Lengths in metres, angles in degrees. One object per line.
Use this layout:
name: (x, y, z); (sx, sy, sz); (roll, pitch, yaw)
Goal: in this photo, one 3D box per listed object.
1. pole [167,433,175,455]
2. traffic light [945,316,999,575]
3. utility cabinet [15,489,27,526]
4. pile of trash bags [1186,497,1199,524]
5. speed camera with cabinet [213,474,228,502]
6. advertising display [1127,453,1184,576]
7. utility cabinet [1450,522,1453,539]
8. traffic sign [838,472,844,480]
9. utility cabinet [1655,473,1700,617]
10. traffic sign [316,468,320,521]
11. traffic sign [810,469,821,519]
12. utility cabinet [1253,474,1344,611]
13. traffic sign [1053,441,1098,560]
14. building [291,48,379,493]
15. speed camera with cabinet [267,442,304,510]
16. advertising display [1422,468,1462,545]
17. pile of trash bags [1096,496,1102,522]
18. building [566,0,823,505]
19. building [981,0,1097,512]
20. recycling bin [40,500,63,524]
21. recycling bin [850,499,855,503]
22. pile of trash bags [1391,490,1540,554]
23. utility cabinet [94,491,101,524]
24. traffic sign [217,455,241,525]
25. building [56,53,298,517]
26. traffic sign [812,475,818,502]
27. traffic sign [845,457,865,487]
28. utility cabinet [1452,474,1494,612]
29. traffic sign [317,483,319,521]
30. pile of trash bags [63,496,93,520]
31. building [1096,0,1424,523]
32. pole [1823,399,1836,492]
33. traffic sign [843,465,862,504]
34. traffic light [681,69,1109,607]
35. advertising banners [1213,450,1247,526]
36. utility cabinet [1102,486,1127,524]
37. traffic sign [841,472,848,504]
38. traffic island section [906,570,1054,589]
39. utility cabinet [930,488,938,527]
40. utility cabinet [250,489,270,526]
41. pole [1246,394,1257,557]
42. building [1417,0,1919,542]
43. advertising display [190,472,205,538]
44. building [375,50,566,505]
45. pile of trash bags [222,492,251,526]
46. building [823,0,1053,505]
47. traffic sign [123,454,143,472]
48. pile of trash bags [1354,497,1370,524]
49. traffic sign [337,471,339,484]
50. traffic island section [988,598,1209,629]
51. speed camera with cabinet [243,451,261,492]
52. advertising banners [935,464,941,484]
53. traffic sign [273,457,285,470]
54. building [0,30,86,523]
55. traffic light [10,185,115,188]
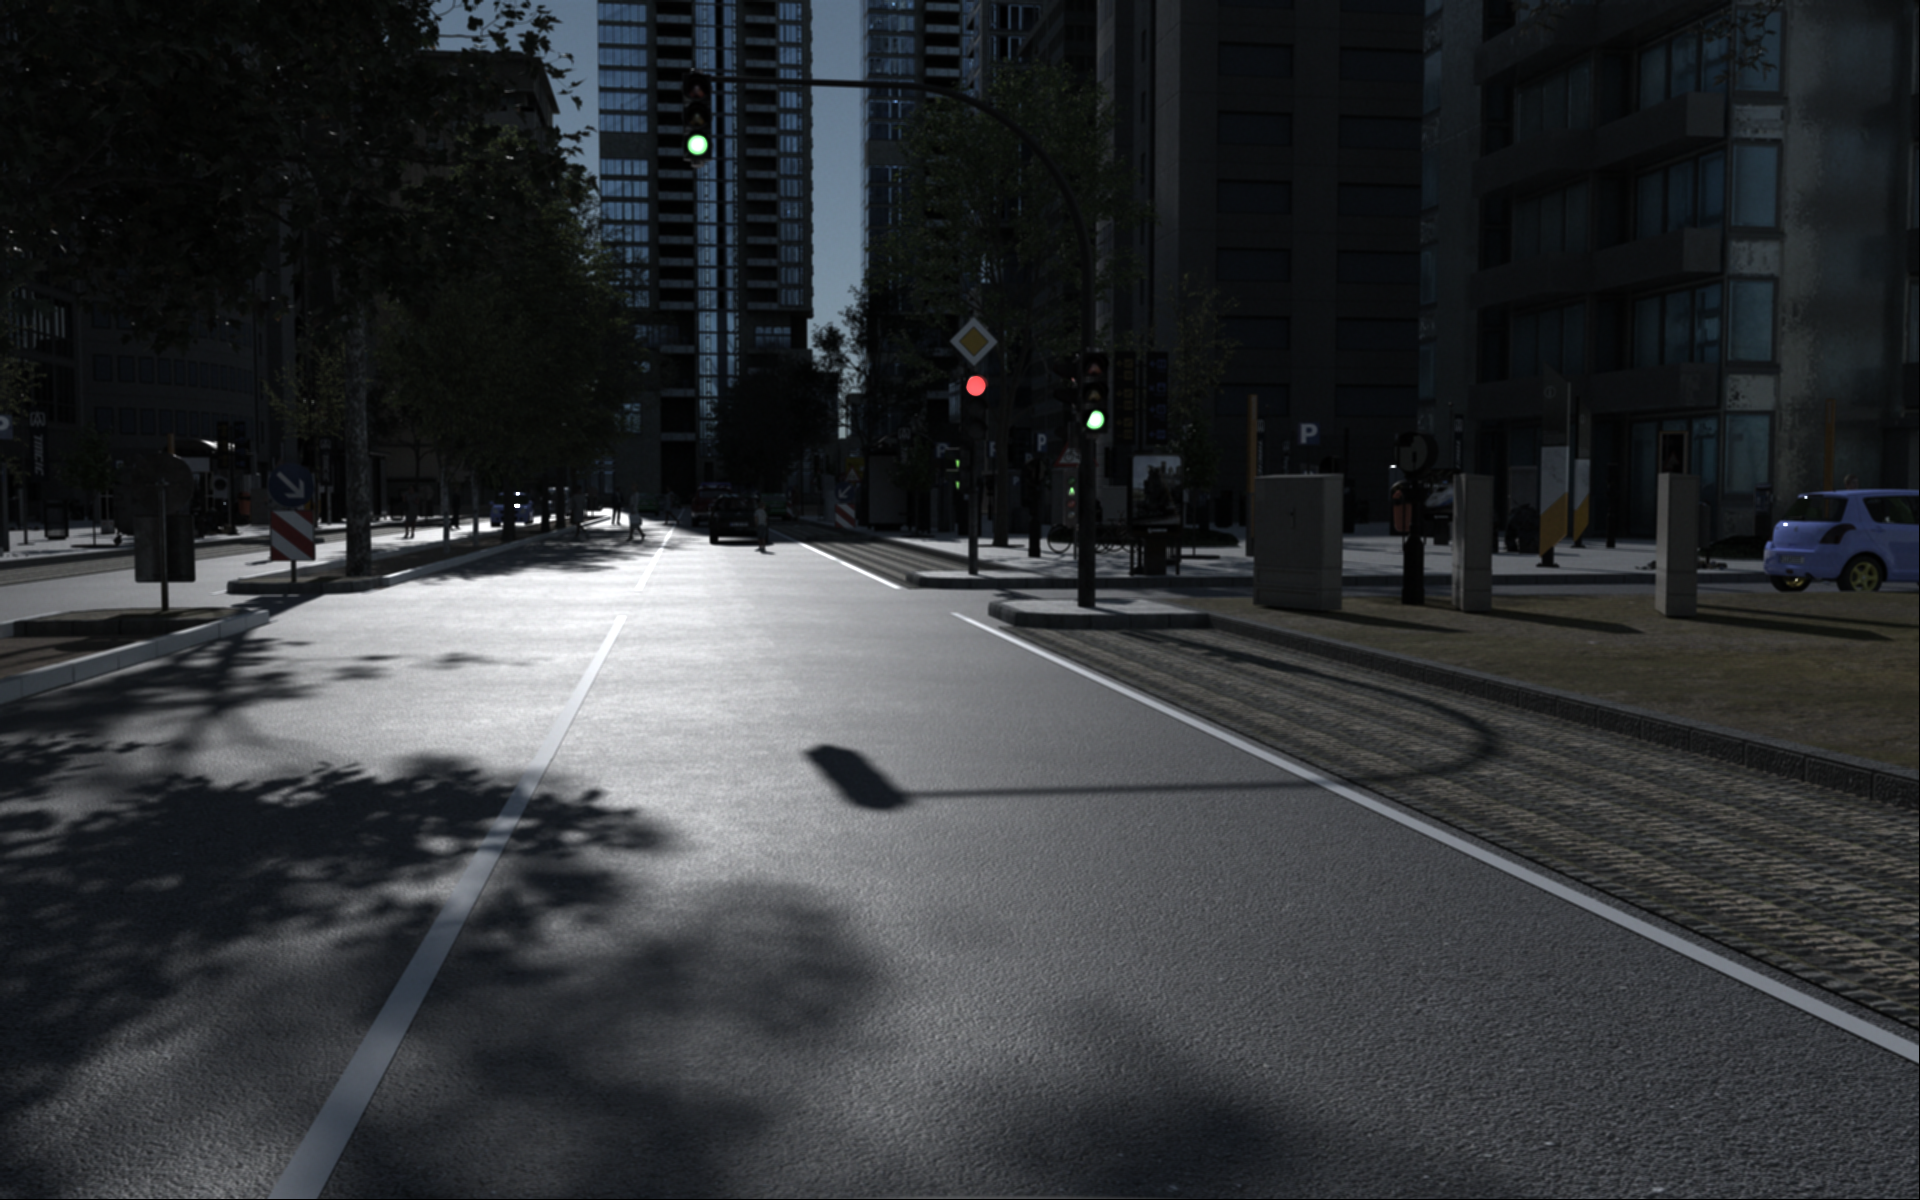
pole: (-26.389, -3.925, 58.016); (0.158, 3.312, 0.155); (0, 3, 0)
traffic light: (0.192, -2.361, 27.528); (0.839, 4.253, 0.868); (-1, 4, -9)
utility cabinet: (-37.704, -3.722, 69.528); (0.318, 1.500, 1.173); (-2, 4, -34)
pile of trash bags: (9.195, -3.884, 73.262); (1.912, 1.369, 3.447); (2, 4, 25)
speed camera with cabinet: (-35.813, -5.368, 82.098); (2.038, 3.252, 0.660); (-2, 4, -25)
advertising display: (3.067, -1.346, 27.221); (0.974, 1.923, 0.123); (-2, 4, -26)
utility cabinet: (14.332, -2.329, 49.233); (0.306, 1.237, 1.020); (-2, 4, -27)
traffic sign: (-6.712, -6.165, 100.903); (0.768, 2.556, 0.104); (0, 4, -7)
utility cabinet: (7.618, -0.593, 18.381); (0.318, 1.500, 1.173); (1, 4, 17)
traffic sign: (-30.545, -5.022, 82.208); (0.768, 2.556, 0.104); (0, 4, -1)
traffic sign: (-7.294, -5.478, 89.561); (0.884, 2.594, 0.081); (0, 4, -8)
utility cabinet: (3.738, -0.646, 19.243); (0.318, 1.500, 1.173); (-2, 4, -28)
traffic sign: (2.249, -2.062, 33.724); (0.884, 2.594, 0.081); (0, 4, -4)
building: (-62.124, -31.927, 145.705); (21.600, 48.544, 21.300); (-1, 4, -9)
speed camera with cabinet: (-26.068, -4.442, 66.963); (0.660, 3.252, 2.038); (0, 4, 2)
advertising display: (12.116, -2.344, 43.544); (0.974, 1.923, 0.123); (3, 4, 36)
pile of trash bags: (6.851, -4.287, 79.849); (1.912, 1.369, 3.447); (2, 4, 28)
building: (-30.878, -54.680, 206.684); (31.000, 86.520, 22.319); (-1, 4, -9)
building: (18.375, -26.511, 125.328); (32.217, 40.220, 23.993); (-1, 4, -9)
recycling bin: (-39.046, -3.785, 74.434); (0.722, 1.027, 0.722); (-3, 5, -44)
recycling bin: (-5.983, -5.245, 98.309); (0.722, 1.027, 0.722); (1, 4, 15)
pile of trash bags: (11.280, -1.745, 38.282); (3.447, 1.369, 1.912); (1, 4, 20)
utility cabinet: (-36.833, -4.029, 74.546); (0.318, 1.500, 1.173); (0, 4, 6)
traffic sign: (-24.004, -3.472, 56.872); (0.768, 2.556, 0.104); (0, 4, -6)
building: (-56.088, -34.629, 108.191); (21.231, 58.520, 28.212); (-1, 4, -9)
traffic sign: (-8.397, -6.264, 102.524); (0.768, 2.556, 0.104); (0, 4, -5)
traffic sign: (-5.119, -6.134, 94.157); (2.265, 3.308, 0.079); (0, 4, -6)
utility cabinet: (5.677, -0.641, 19.167); (0.318, 1.500, 1.173); (1, 4, 10)
traffic sign: (-31.067, -5.117, 83.770); (0.768, 2.556, 0.104); (0, 4, -2)
pile of trash bags: (-43.512, -4.586, 84.728); (3.447, 1.369, 1.912); (-1, 4, -21)
building: (17.907, -33.584, 91.091); (21.231, 58.520, 28.212); (-1, 4, -9)
pole: (18.677, -2.654, 37.236); (0.158, 3.312, 0.155); (0, 3, 0)
traffic sign: (-4.758, -4.675, 76.442); (0.884, 2.594, 0.081); (0, 4, -8)
traffic light: (-0.642, -2.722, 19.178); (4.771, 5.953, 1.251); (-1, 4, -9)
advertising banners: (10.595, -4.430, 68.617); (2.074, 3.025, 0.090); (-1, 4, -9)
utility cabinet: (4.685, -2.576, 50.804); (0.318, 1.500, 1.173); (-3, 4, -37)
traffic sign: (-6.232, -5.882, 96.270); (0.768, 2.556, 0.104); (0, 4, -2)
traffic island section: (0.234, -0.328, 27.648); (2.009, 0.180, 2.903); (-1, 4, -9)
utility cabinet: (-0.892, -3.490, 65.735); (1.173, 1.500, 0.318); (1, 4, 21)
utility cabinet: (-27.689, -3.693, 69.060); (1.173, 1.500, 0.318); (1, 4, 18)
pole: (5.980, -2.549, 35.511); (0.158, 3.312, 0.155); (0, 3, 0)
building: (31.113, -26.653, 55.381); (30.456, 49.044, 23.786); (-1, 4, -9)
advertising display: (-22.354, -2.786, 50.760); (0.123, 1.923, 0.974); (-3, 5, -41)
building: (-60.274, -37.750, 206.444); (27.495, 52.752, 28.713); (-1, 4, -9)
pile of trash bags: (-29.866, -3.733, 70.783); (3.447, 1.369, 1.912); (3, 5, 42)
building: (-0.169, -54.940, 210.942); (31.000, 86.520, 22.319); (-1, 4, -9)
traffic sign: (-26.369, -3.380, 55.366); (0.768, 2.556, 0.104); (0, 4, -2)
pile of trash bags: (16.728, -3.981, 74.840); (1.912, 1.369, 3.447); (1, 4, 13)
traffic sign: (-33.226, -5.689, 93.115); (0.768, 2.556, 0.104); (0, 3, 0)
traffic island section: (1.453, 0.154, 19.756); (2.009, 0.180, 2.903); (-1, 4, -9)
speed camera with cabinet: (-32.298, -5.227, 79.796); (0.660, 3.252, 2.038); (0, 4, 3)
advertising banners: (-0.754, -6.386, 100.605); (0.090, 3.025, 2.074); (3, 5, 44)
traffic sign: (-23.762, -3.710, 60.666); (0.884, 2.594, 0.081); (0, 4, -8)
building: (-46.424, -16.840, 68.841); (14.314, 27.812, 24.014); (-1, 4, -9)
traffic light: (-13.872, -3.102, 25.383); (4.771, 5.953, 1.251); (-1, 4, -9)
